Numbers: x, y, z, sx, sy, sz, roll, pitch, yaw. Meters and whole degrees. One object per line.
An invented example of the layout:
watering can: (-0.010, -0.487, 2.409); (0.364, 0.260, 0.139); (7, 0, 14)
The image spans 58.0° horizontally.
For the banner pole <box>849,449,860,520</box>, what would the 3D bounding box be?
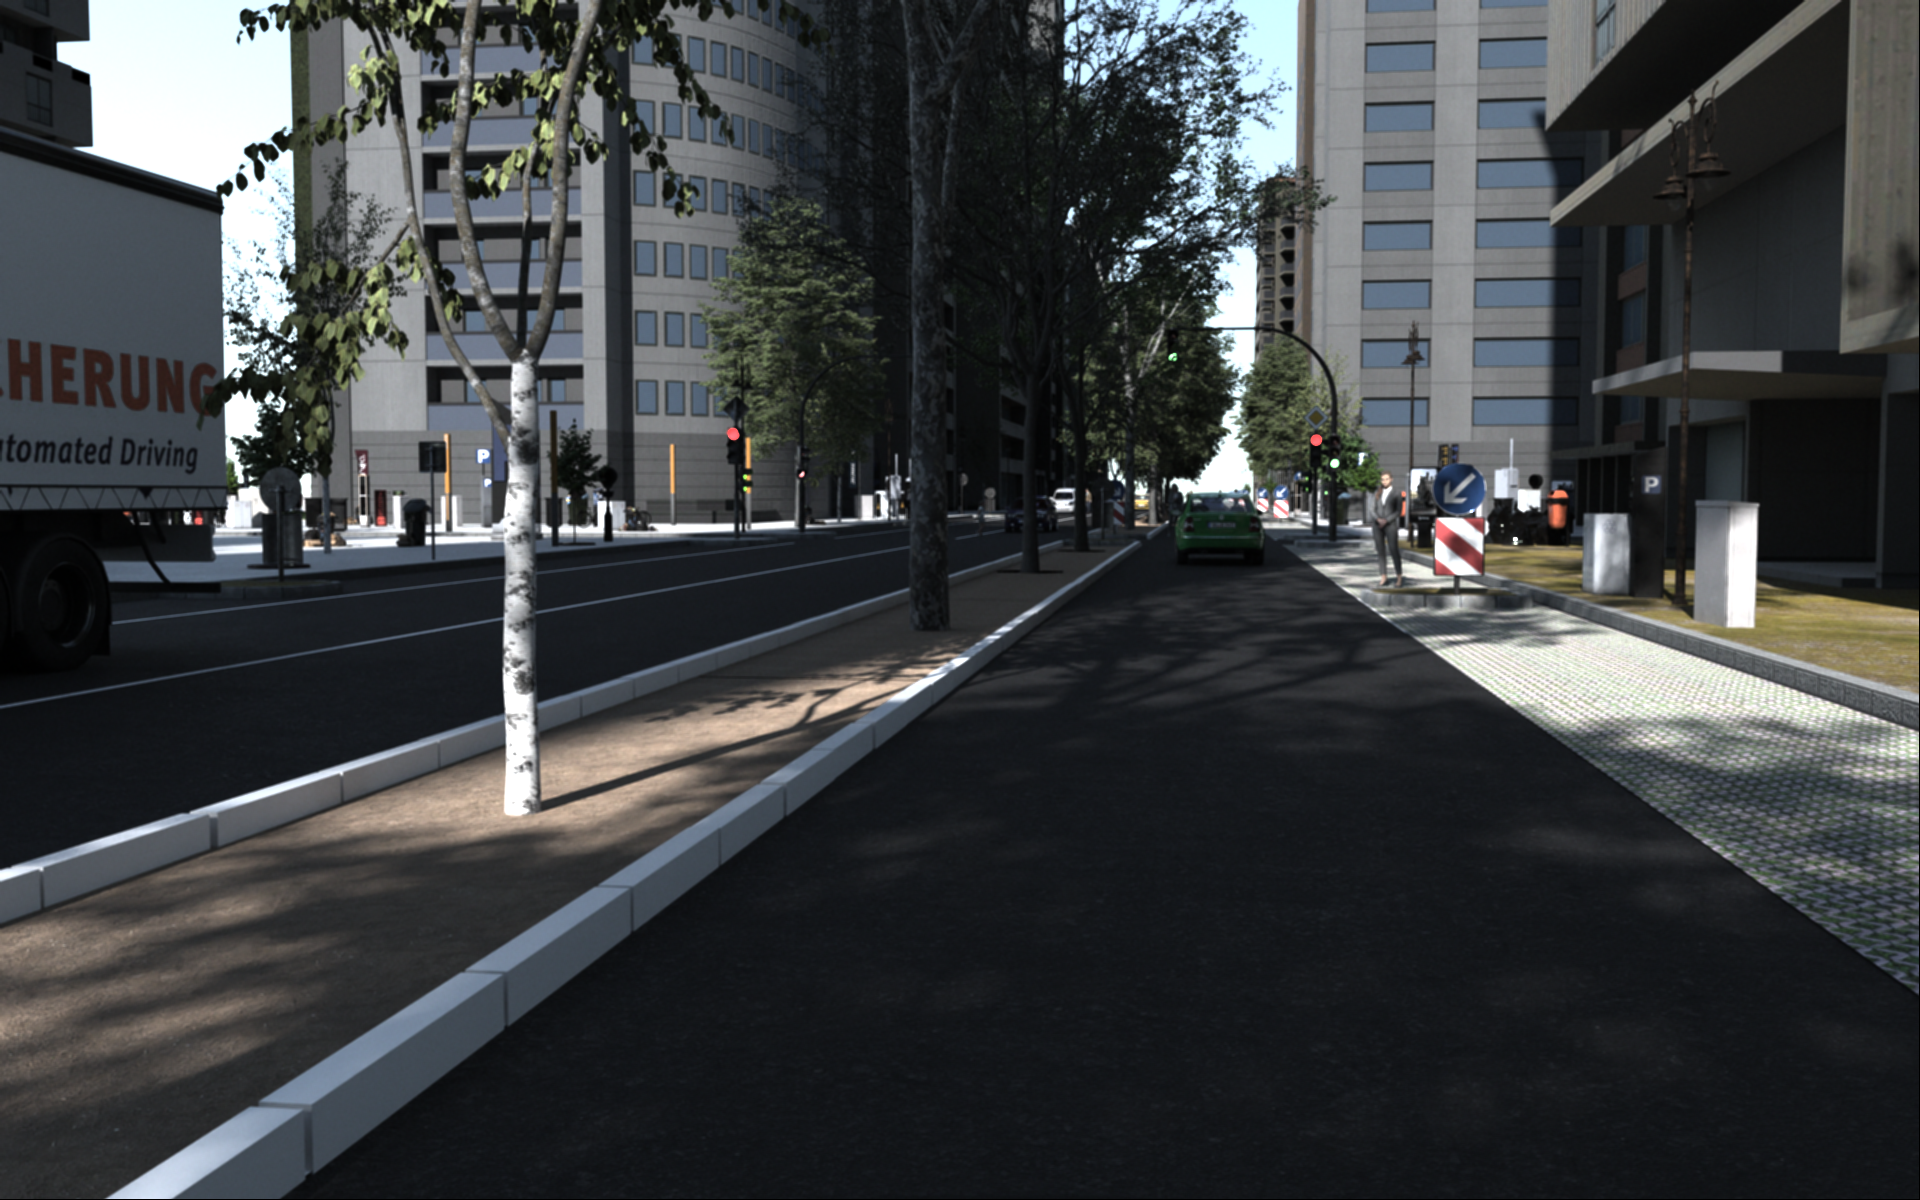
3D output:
banner pole: (-5.086, -5.769, 84.348); (0.863, 3.779, 0.401); (-3, 5, -40)

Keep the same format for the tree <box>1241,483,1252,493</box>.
tree: (44.185, -16.683, 267.369); (1.663, 3.219, 1.824); (0, 3, 0)

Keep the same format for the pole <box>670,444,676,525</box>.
pole: (-11.797, -4.733, 71.228); (0.158, 3.312, 0.155); (0, 3, 0)

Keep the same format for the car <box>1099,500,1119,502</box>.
car: (15.400, -10.170, 178.634); (2.083, 1.381, 4.827); (1, 4, 10)

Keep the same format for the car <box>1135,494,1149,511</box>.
car: (15.748, -8.490, 149.037); (2.015, 1.641, 3.980); (1, 4, 10)

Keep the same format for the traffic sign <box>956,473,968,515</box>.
traffic sign: (0.107, -6.482, 106.080); (0.768, 2.556, 0.104); (1, 4, 15)

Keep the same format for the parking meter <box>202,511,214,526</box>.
parking meter: (-27.623, -3.375, 63.589); (0.372, 1.533, 0.369); (0, 3, 0)

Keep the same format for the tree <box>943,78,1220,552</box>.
tree: (2.910, -6.995, 42.589); (9.928, 11.665, 9.643); (0, 3, 0)

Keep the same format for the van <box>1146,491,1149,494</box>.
van: (22.675, -12.116, 205.102); (2.013, 2.044, 4.112); (0, 4, 7)

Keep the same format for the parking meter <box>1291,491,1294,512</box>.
parking meter: (23.929, -7.084, 124.239); (0.372, 1.533, 0.369); (0, 3, 0)

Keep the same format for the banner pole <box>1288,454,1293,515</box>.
banner pole: (20.676, -7.257, 108.672); (0.401, 3.779, 0.863); (0, 4, -4)

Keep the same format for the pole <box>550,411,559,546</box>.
pole: (-9.933, -2.971, 42.416); (0.158, 3.312, 0.155); (0, 3, 0)

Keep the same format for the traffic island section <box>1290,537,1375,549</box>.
traffic island section: (10.137, -1.515, 47.058); (2.009, 0.180, 2.903); (1, 4, 8)

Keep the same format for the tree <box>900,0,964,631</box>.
tree: (0.761, -9.677, 16.566); (12.611, 20.169, 13.585); (0, 3, 0)

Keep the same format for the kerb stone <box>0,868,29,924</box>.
kerb stone: (-3.280, 1.025, 5.444); (0.120, 0.150, 1.000); (1, 4, 8)

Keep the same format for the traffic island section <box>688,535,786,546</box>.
traffic island section: (-6.384, -1.661, 49.435); (2.009, 0.180, 2.903); (1, 4, 8)

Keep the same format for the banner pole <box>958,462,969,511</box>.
banner pole: (0.247, -8.700, 132.268); (0.863, 3.779, 0.401); (1, 4, 17)

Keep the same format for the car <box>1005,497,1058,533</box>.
car: (2.723, -3.254, 65.789); (1.945, 1.354, 3.894); (1, 4, 9)

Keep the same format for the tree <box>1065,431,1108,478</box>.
tree: (14.364, -16.713, 207.676); (8.767, 10.594, 7.601); (0, 4, 6)

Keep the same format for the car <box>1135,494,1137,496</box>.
car: (20.382, -12.048, 205.785); (1.959, 1.807, 4.718); (1, 4, 9)

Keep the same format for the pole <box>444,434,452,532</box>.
pole: (-17.393, -3.977, 58.865); (0.158, 3.312, 0.155); (0, 3, 0)

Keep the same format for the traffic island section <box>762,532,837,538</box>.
traffic island section: (-5.245, -2.144, 57.339); (2.009, 0.180, 2.903); (1, 4, 8)

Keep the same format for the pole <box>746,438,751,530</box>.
pole: (-7.641, -4.205, 62.598); (0.158, 3.312, 0.155); (0, 3, 0)

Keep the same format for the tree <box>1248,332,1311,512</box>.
tree: (22.661, -12.472, 122.039); (7.486, 12.596, 7.792); (0, 3, 0)

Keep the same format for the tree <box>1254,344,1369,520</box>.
tree: (18.034, -8.312, 86.264); (4.737, 8.622, 4.395); (0, 3, 0)

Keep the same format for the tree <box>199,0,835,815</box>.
tree: (-1.961, -3.358, 7.730); (4.737, 8.622, 4.395); (0, 3, 0)

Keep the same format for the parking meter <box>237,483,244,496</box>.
parking meter: (-37.671, -5.199, 90.713); (0.255, 1.863, 0.399); (0, 4, 0)

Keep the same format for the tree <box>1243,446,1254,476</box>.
tree: (37.339, -16.280, 216.545); (4.737, 8.622, 4.395); (0, 3, 0)

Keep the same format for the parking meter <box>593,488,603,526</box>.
parking meter: (-14.379, -3.698, 68.867); (0.372, 1.533, 0.369); (0, 3, 0)

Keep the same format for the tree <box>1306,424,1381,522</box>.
tree: (18.044, -5.974, 81.388); (4.285, 4.588, 4.351); (0, 3, 0)

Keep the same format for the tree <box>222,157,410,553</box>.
tree: (-13.901, -5.306, 37.108); (4.360, 8.622, 3.978); (0, 3, 0)

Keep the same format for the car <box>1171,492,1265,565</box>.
car: (5.449, -1.703, 36.644); (1.959, 1.807, 4.718); (0, 4, 6)

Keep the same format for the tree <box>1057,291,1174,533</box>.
tree: (5.396, -6.534, 59.655); (4.360, 8.622, 3.978); (0, 3, 0)

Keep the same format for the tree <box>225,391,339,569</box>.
tree: (-11.982, -2.171, 30.101); (1.663, 3.219, 1.824); (0, 3, 0)

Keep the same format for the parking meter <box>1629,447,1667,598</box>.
parking meter: (8.488, -0.960, 21.399); (0.399, 1.863, 0.255); (1, 4, 10)

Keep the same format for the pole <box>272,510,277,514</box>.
pole: (-26.287, -4.434, 66.340); (0.158, 3.312, 0.155); (0, 3, 0)

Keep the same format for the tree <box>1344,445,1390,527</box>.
tree: (15.876, -4.477, 67.797); (1.663, 3.219, 1.824); (0, 3, 0)

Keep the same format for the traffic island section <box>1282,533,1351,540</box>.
traffic island section: (11.276, -1.999, 54.962); (2.009, 0.180, 2.903); (1, 4, 8)

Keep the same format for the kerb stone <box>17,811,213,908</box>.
kerb stone: (-3.137, 0.963, 6.456); (0.120, 0.150, 1.000); (1, 4, 8)

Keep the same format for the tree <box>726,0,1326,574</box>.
tree: (1.258, -7.234, 31.099); (12.009, 13.543, 11.850); (0, 3, 0)

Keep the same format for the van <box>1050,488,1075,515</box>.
van: (7.258, -6.900, 119.819); (2.013, 2.044, 4.112); (1, 4, 9)

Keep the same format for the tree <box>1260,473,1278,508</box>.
tree: (28.747, -10.140, 160.385); (1.663, 3.219, 1.824); (0, 3, 0)

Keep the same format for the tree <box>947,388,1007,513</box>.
tree: (1.463, -10.363, 119.803); (4.360, 8.622, 3.978); (0, 3, 0)

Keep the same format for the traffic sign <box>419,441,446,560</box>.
traffic sign: (-10.271, -1.933, 33.730); (0.606, 2.300, 0.079); (1, 4, 18)

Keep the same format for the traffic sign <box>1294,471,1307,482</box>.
traffic sign: (18.956, -5.888, 96.369); (0.768, 2.556, 0.104); (1, 4, 12)

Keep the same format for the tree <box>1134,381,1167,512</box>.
tree: (10.853, -8.752, 95.906); (4.737, 8.622, 4.395); (0, 3, 0)

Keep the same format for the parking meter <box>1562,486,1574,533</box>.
parking meter: (19.815, -2.940, 56.481); (0.372, 1.533, 0.369); (0, 3, 0)

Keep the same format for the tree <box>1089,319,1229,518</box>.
tree: (13.096, -12.465, 112.921); (9.857, 13.997, 8.962); (0, 3, 0)

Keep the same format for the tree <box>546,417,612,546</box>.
tree: (-9.597, -3.000, 43.645); (1.663, 3.219, 1.824); (0, 3, 0)

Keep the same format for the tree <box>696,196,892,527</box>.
tree: (-6.644, -9.099, 66.888); (7.486, 12.596, 7.792); (0, 3, 0)

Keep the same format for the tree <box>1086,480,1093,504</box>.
tree: (17.843, -14.601, 233.321); (1.663, 3.219, 1.824); (0, 3, 0)

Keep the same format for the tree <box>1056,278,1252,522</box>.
tree: (9.805, -10.261, 87.238); (9.611, 12.733, 9.660); (0, 3, 0)

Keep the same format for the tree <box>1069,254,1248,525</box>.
tree: (8.882, -9.668, 78.653); (7.486, 12.596, 7.792); (0, 3, 0)
